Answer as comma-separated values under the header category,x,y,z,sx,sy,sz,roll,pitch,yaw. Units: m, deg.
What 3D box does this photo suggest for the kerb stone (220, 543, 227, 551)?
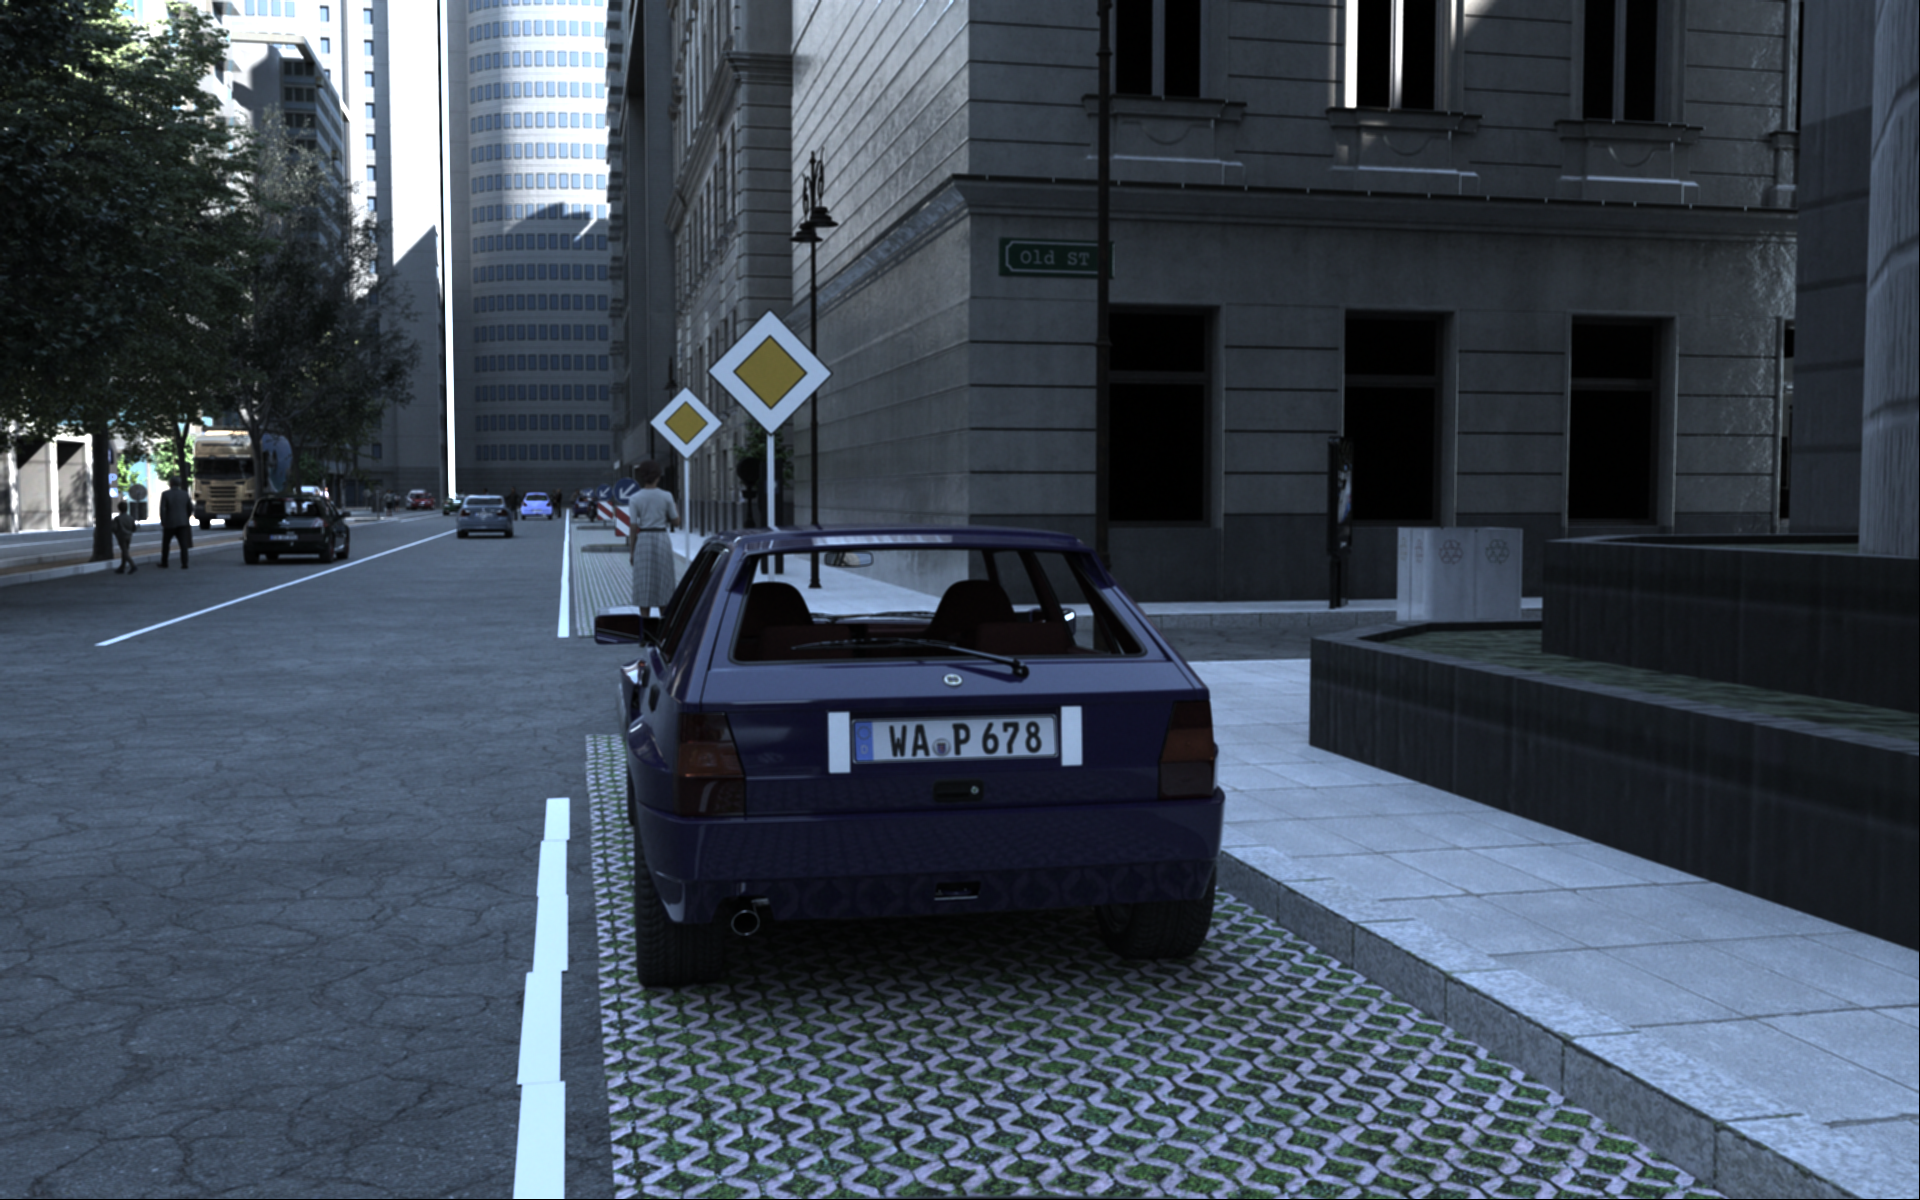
category,x,y,z,sx,sy,sz,roll,pitch,yaw
kerb stone,-18.693,-1.303,43.659,0.120,0.150,1.000,-1,4,-13

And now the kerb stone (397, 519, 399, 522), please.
category,x,y,z,sx,sy,sz,roll,pitch,yaw
kerb stone,-28.632,-4.004,87.662,0.120,0.150,1.000,-1,4,-13

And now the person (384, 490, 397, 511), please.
category,x,y,z,sx,sy,sz,roll,pitch,yaw
person,-47.272,-8.294,144.187,1.350,1.814,0.705,-1,4,-22

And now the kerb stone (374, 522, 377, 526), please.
category,x,y,z,sx,sy,sz,roll,pitch,yaw
kerb stone,-26.372,-3.386,77.656,0.120,0.150,1.000,-1,4,-13

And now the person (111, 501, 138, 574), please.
category,x,y,z,sx,sy,sz,roll,pitch,yaw
person,-15.007,-1.119,31.073,0.640,1.303,0.475,1,4,21

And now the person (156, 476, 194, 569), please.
category,x,y,z,sx,sy,sz,roll,pitch,yaw
person,-15.162,-1.498,33.387,0.834,1.777,0.661,3,4,37

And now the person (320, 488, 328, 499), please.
category,x,y,z,sx,sy,sz,roll,pitch,yaw
person,-37.143,-5.697,101.522,0.599,1.838,0.709,2,4,26

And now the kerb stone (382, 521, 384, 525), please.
category,x,y,z,sx,sy,sz,roll,pitch,yaw
kerb stone,-27.050,-3.573,80.654,0.120,0.150,1.000,-1,4,-13

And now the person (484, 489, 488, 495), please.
category,x,y,z,sx,sy,sz,roll,pitch,yaw
person,-34.741,-7.229,126.651,0.705,1.831,1.348,-2,4,-23

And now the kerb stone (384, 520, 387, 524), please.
category,x,y,z,sx,sy,sz,roll,pitch,yaw
kerb stone,-27.274,-3.635,81.657,0.120,0.150,1.000,-1,4,-13

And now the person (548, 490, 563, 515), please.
category,x,y,z,sx,sy,sz,roll,pitch,yaw
person,-27.294,-6.571,116.644,1.217,1.735,0.721,-2,4,-26

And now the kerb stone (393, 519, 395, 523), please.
category,x,y,z,sx,sy,sz,roll,pitch,yaw
kerb stone,-28.180,-3.876,85.668,0.120,0.150,1.000,-1,4,-13

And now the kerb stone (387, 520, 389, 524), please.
category,x,y,z,sx,sy,sz,roll,pitch,yaw
kerb stone,-27.507,-3.696,82.661,0.120,0.150,1.000,-1,4,-13

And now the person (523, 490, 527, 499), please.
category,x,y,z,sx,sy,sz,roll,pitch,yaw
person,-37.056,-8.510,148.162,0.721,1.766,1.217,1,4,11

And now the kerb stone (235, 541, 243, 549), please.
category,x,y,z,sx,sy,sz,roll,pitch,yaw
kerb stone,-19.134,-1.435,45.656,0.120,0.150,1.000,-1,4,-13

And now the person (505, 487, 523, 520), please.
category,x,y,z,sx,sy,sz,roll,pitch,yaw
person,-24.319,-5.246,94.302,1.348,1.821,0.705,1,4,21

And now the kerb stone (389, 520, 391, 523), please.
category,x,y,z,sx,sy,sz,roll,pitch,yaw
kerb stone,-27.730,-3.756,83.665,0.120,0.150,1.000,-1,4,-13

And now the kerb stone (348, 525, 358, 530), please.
category,x,y,z,sx,sy,sz,roll,pitch,yaw
kerb stone,-24.794,-2.963,70.644,0.120,0.150,1.000,-1,4,-13

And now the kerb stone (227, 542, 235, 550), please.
category,x,y,z,sx,sy,sz,roll,pitch,yaw
kerb stone,-18.920,-1.374,44.655,0.120,0.150,1.000,-1,4,-13

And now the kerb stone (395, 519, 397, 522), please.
category,x,y,z,sx,sy,sz,roll,pitch,yaw
kerb stone,-28.404,-3.943,86.665,0.120,0.150,1.000,-1,4,-13

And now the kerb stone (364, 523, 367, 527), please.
category,x,y,z,sx,sy,sz,roll,pitch,yaw
kerb stone,-25.462,-3.147,73.647,0.120,0.150,1.000,-1,4,-13

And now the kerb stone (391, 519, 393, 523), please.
category,x,y,z,sx,sy,sz,roll,pitch,yaw
kerb stone,-27.963,-3.821,84.669,0.120,0.150,1.000,-1,4,-13

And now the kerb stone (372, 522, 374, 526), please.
category,x,y,z,sx,sy,sz,roll,pitch,yaw
kerb stone,-26.147,-3.328,76.658,0.120,0.150,1.000,-1,4,-13

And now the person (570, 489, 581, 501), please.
category,x,y,z,sx,sy,sz,roll,pitch,yaw
person,-30.031,-7.788,135.840,1.348,1.823,0.705,-3,5,-45

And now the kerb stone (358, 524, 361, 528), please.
category,x,y,z,sx,sy,sz,roll,pitch,yaw
kerb stone,-25.007,-3.024,71.643,0.120,0.150,1.000,-1,4,-13

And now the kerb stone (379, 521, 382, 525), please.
category,x,y,z,sx,sy,sz,roll,pitch,yaw
kerb stone,-26.824,-3.513,79.657,0.120,0.150,1.000,-1,4,-13

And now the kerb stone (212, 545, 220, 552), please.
category,x,y,z,sx,sy,sz,roll,pitch,yaw
kerb stone,-18.456,-1.252,42.663,0.120,0.150,1.000,-1,4,-13

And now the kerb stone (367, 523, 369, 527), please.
category,x,y,z,sx,sy,sz,roll,pitch,yaw
kerb stone,-25.696,-3.209,74.656,0.120,0.150,1.000,-1,4,-13

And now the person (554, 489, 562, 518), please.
category,x,y,z,sx,sy,sz,roll,pitch,yaw
person,-24.429,-5.880,105.165,0.721,1.766,1.217,0,3,0

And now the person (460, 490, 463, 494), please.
category,x,y,z,sx,sy,sz,roll,pitch,yaw
person,-43.817,-8.786,152.242,0.705,1.812,1.348,3,5,42

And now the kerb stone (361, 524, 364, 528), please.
category,x,y,z,sx,sy,sz,roll,pitch,yaw
kerb stone,-25.245,-3.086,72.647,0.120,0.150,1.000,-1,4,-13

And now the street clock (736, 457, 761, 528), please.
category,x,y,z,sx,sy,sz,roll,pitch,yaw
street clock,-4.123,-1.798,33.962,0.471,2.002,0.358,-2,4,-26

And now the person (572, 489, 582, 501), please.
category,x,y,z,sx,sy,sz,roll,pitch,yaw
person,-30.770,-8.023,139.684,0.705,1.822,1.348,3,5,39

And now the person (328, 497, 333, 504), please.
category,x,y,z,sx,sy,sz,roll,pitch,yaw
person,-31.137,-4.472,85.868,0.590,1.304,0.306,-2,4,-29

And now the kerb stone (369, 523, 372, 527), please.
category,x,y,z,sx,sy,sz,roll,pitch,yaw
kerb stone,-25.913,-3.270,75.663,0.120,0.150,1.000,-1,4,-13

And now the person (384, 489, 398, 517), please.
category,x,y,z,sx,sy,sz,roll,pitch,yaw
person,-36.378,-6.193,110.537,0.721,1.735,1.217,2,4,28

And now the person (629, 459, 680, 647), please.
category,x,y,z,sx,sy,sz,roll,pitch,yaw
person,-2.874,-0.442,16.303,0.480,1.755,0.524,-1,4,-14

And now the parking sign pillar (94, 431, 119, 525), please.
category,x,y,z,sx,sy,sz,roll,pitch,yaw
parking sign pillar,-35.975,-5.186,73.262,1.447,3.967,1.447,-3,4,-36

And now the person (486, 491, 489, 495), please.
category,x,y,z,sx,sy,sz,roll,pitch,yaw
person,-35.285,-7.356,128.847,0.705,1.814,1.350,-3,4,-38

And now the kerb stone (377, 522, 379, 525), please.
category,x,y,z,sx,sy,sz,roll,pitch,yaw
kerb stone,-26.602,-3.453,78.659,0.120,0.150,1.000,-1,4,-13

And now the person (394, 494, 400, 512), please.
category,x,y,z,sx,sy,sz,roll,pitch,yaw
person,-43.978,-7.560,135.289,0.799,1.438,0.628,2,4,33

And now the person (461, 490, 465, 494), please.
category,x,y,z,sx,sy,sz,roll,pitch,yaw
person,-41.371,-8.273,144.439,0.621,1.740,0.551,-2,4,-31

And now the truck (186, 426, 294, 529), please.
category,x,y,z,sx,sy,sz,roll,pitch,yaw
truck,-30.456,-5.186,73.704,2.839,4.237,11.283,-1,4,-13

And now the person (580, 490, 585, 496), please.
category,x,y,z,sx,sy,sz,roll,pitch,yaw
person,-31.215,-8.155,142.566,0.721,1.736,1.217,3,4,38
